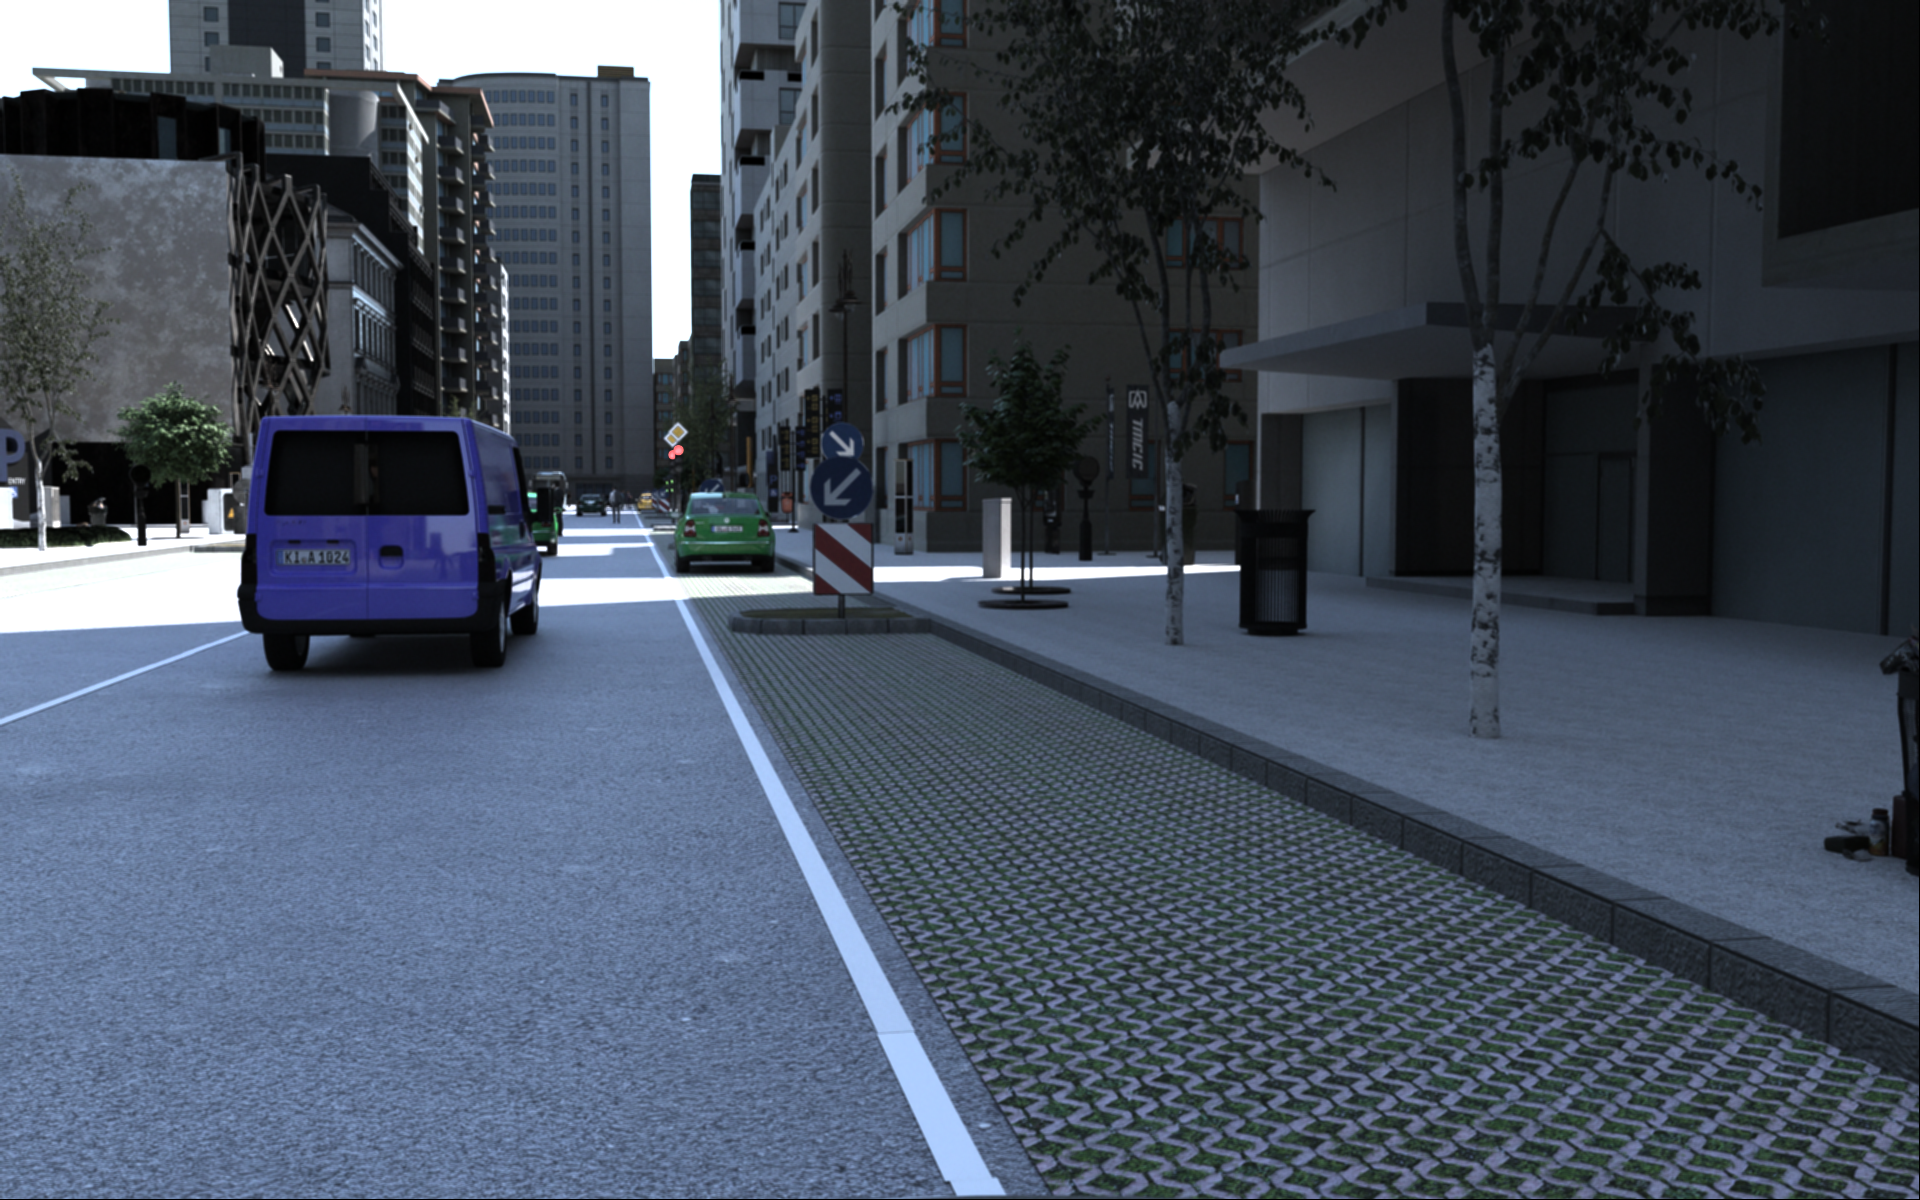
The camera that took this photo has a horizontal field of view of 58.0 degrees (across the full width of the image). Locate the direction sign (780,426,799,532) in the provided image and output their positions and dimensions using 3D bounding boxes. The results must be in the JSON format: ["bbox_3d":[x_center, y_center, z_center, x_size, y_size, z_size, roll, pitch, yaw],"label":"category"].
[{"bbox_3d":[-5.591,-4.038,58.022,0.876,3.537,0.379,1,4,11],"label":"direction sign"}]

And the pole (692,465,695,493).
[{"bbox_3d":[-18.347,-7.680,119.404,0.158,3.312,0.155,0,3,0],"label":"pole"}]

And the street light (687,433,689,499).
[{"bbox_3d":[-18.233,-8.748,115.811,0.468,5.910,1.993,-1,4,-11],"label":"street light"}]

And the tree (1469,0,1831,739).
[{"bbox_3d":[2.891,-3.567,8.690,4.360,8.622,3.978,0,3,0],"label":"tree"}]

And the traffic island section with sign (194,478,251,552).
[{"bbox_3d":[-17.887,-2.121,43.302,1.989,1.847,2.006,-1,4,-11],"label":"traffic island section with sign"}]

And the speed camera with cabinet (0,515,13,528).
[{"bbox_3d":[-25.954,-3.133,45.566,2.038,3.252,0.660,1,4,18],"label":"speed camera with cabinet"}]

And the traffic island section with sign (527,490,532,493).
[{"bbox_3d":[-42.962,-10.061,173.119,1.989,1.847,2.006,-1,4,-11],"label":"traffic island section with sign"}]

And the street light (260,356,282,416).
[{"bbox_3d":[-23.089,-5.221,58.150,0.468,5.910,1.993,-1,4,-11],"label":"street light"}]

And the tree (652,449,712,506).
[{"bbox_3d":[-19.055,-8.482,122.399,4.285,4.588,4.351,0,3,0],"label":"tree"}]

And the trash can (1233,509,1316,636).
[{"bbox_3d":[2.865,-0.255,15.831,0.748,1.137,0.748,0,3,0],"label":"trash can"}]

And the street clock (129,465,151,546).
[{"bbox_3d":[-20.152,-2.327,42.618,0.471,2.002,0.358,-2,4,-34],"label":"street clock"}]

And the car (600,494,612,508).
[{"bbox_3d":[-37.614,-10.591,182.952,2.009,1.686,4.222,-1,4,-12],"label":"car"}]

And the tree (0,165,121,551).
[{"bbox_3d":[-20.556,-5.375,38.247,4.360,8.622,3.978,0,3,0],"label":"tree"}]

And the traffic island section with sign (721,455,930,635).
[{"bbox_3d":[-1.455,-0.601,18.455,1.989,1.847,2.006,-1,4,-11],"label":"traffic island section with sign"}]

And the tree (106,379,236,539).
[{"bbox_3d":[-22.591,-4.037,49.712,4.285,4.588,4.351,0,3,0],"label":"tree"}]

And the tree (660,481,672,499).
[{"bbox_3d":[-30.604,-11.495,182.551,1.663,3.219,1.824,0,3,0],"label":"tree"}]

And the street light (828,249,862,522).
[{"bbox_3d":[-2.169,-3.671,32.816,0.468,5.910,1.993,-1,4,-11],"label":"street light"}]

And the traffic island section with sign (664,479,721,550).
[{"bbox_3d":[-6.598,-2.231,45.109,1.989,1.847,2.006,-1,4,-11],"label":"traffic island section with sign"}]

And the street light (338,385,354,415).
[{"bbox_3d":[-26.101,-6.174,73.740,0.468,5.910,1.993,-1,4,-11],"label":"street light"}]

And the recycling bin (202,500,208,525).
[{"bbox_3d":[-31.241,-3.659,72.385,0.722,1.027,0.722,-2,4,-32],"label":"recycling bin"}]

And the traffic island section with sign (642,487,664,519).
[{"bbox_3d":[-17.191,-5.581,99.884,1.989,1.847,2.006,-1,4,-11],"label":"traffic island section with sign"}]

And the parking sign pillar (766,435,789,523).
[{"bbox_3d":[-8.426,-5.468,77.867,1.447,3.967,1.447,-1,4,-10],"label":"parking sign pillar"}]

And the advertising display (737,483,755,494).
[{"bbox_3d":[-12.105,-5.672,97.945,0.974,1.923,0.123,0,4,1],"label":"advertising display"}]

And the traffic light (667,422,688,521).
[{"bbox_3d":[-10.969,-4.799,67.391,0.839,4.253,0.868,-1,4,-11],"label":"traffic light"}]

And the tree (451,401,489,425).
[{"bbox_3d":[-38.740,-11.394,136.660,4.360,8.622,3.978,0,3,0],"label":"tree"}]

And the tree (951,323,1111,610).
[{"bbox_3d":[0.661,-1.539,19.769,1.663,3.219,1.824,0,3,0],"label":"tree"}]

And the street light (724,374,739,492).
[{"bbox_3d":[-8.812,-5.755,66.885,0.468,5.910,1.993,-1,4,-11],"label":"street light"}]

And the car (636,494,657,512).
[{"bbox_3d":[-24.966,-7.862,138.767,2.015,1.641,3.980,-1,4,-11],"label":"car"}]

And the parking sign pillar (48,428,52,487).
[{"bbox_3d":[-37.692,-5.014,70.445,1.447,3.967,1.447,-3,5,-40],"label":"parking sign pillar"}]

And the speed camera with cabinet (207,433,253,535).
[{"bbox_3d":[-23.044,-3.732,55.352,0.660,3.252,2.038,2,4,25],"label":"speed camera with cabinet"}]

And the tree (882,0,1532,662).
[{"bbox_3d":[1.614,-3.917,14.399,4.360,8.622,3.978,0,3,0],"label":"tree"}]

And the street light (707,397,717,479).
[{"bbox_3d":[-11.790,-6.714,82.562,0.468,5.910,1.993,-1,4,-11],"label":"street light"}]

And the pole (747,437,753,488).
[{"bbox_3d":[-7.493,-4.153,61.746,0.158,3.312,0.155,0,3,0],"label":"pole"}]

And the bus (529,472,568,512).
[{"bbox_3d":[-33.403,-8.940,141.024,2.948,3.499,13.247,-1,4,-12],"label":"bus"}]

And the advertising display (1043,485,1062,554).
[{"bbox_3d":[1.987,-1.959,37.236,0.123,1.923,0.974,-1,4,-14],"label":"advertising display"}]

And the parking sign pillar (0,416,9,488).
[{"bbox_3d":[-28.514,-3.874,51.804,1.447,3.967,1.447,1,4,12],"label":"parking sign pillar"}]

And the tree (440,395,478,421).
[{"bbox_3d":[-36.836,-10.885,128.339,4.737,8.622,4.395,0,3,0],"label":"tree"}]

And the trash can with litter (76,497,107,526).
[{"bbox_3d":[-29.942,-2.950,59.617,1.055,1.170,0.624,0,4,-7],"label":"trash can with litter"}]

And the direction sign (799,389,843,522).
[{"bbox_3d":[-2.935,-2.778,37.421,0.876,3.537,0.379,1,4,18],"label":"direction sign"}]

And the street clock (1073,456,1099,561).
[{"bbox_3d":[2.420,-1.758,33.307,0.471,2.002,0.358,-2,4,-26],"label":"street clock"}]

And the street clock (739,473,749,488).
[{"bbox_3d":[-7.475,-3.396,60.089,0.358,2.002,0.471,1,4,10],"label":"street clock"}]

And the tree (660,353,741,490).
[{"bbox_3d":[-13.168,-8.496,89.266,4.737,8.622,4.395,0,3,0],"label":"tree"}]

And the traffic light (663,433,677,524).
[{"bbox_3d":[-12.484,-5.279,75.232,0.839,4.253,0.868,-1,4,-11],"label":"traffic light"}]

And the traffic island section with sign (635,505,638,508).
[{"bbox_3d":[-31.749,-10.192,175.268,1.989,1.847,2.006,-1,4,-11],"label":"traffic island section with sign"}]

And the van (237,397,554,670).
[{"bbox_3d":[-4.978,-0.701,15.849,2.240,2.365,5.245,-1,4,-9],"label":"van"}]
